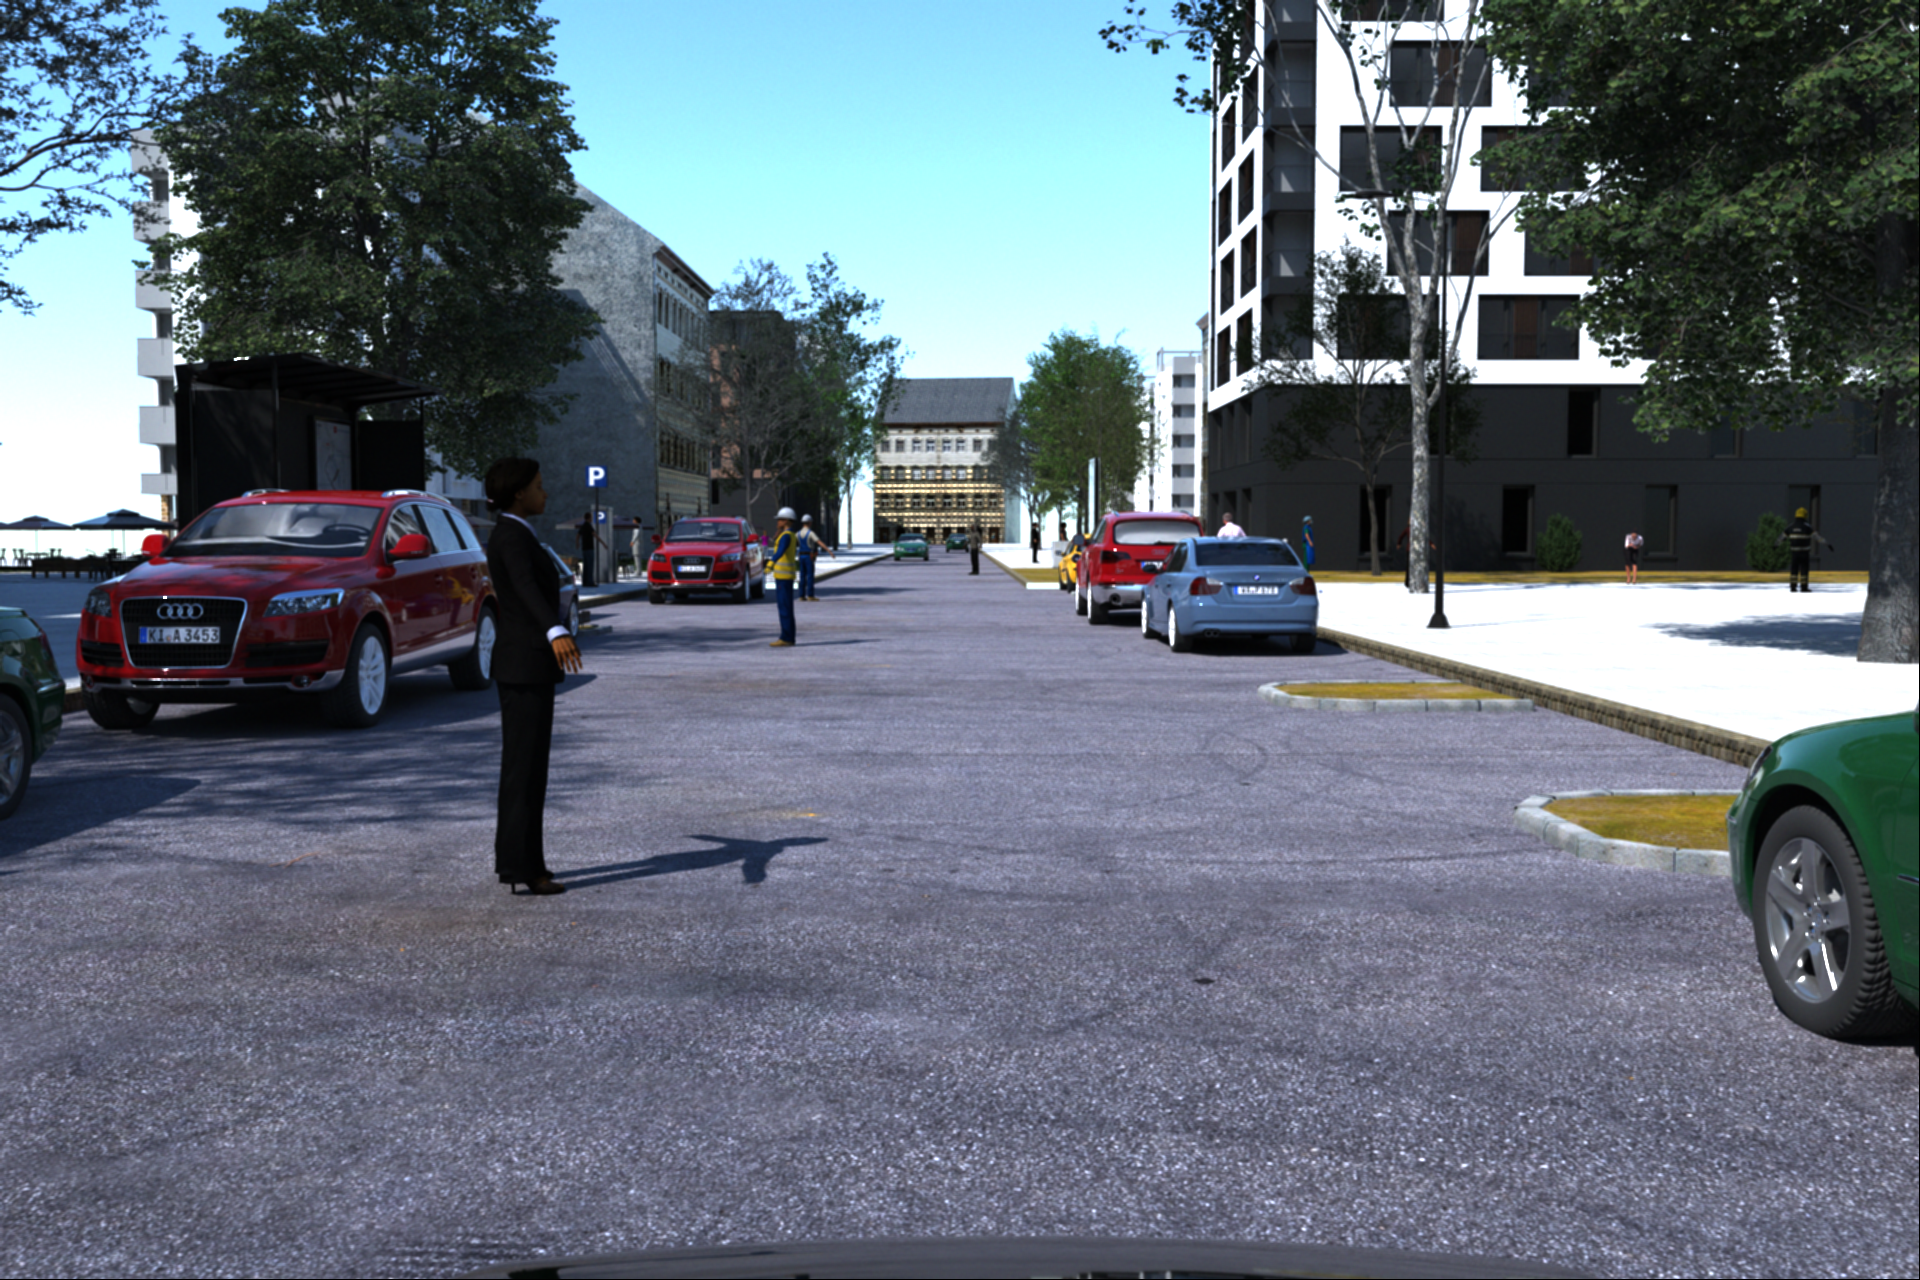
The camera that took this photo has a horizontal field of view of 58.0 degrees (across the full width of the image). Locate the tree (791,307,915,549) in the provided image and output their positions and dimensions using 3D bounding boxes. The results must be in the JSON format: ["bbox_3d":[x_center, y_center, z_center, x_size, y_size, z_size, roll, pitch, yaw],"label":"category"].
[{"bbox_3d":[-10.783,-17.790,146.762,12.611,20.169,13.585,0,3,0],"label":"tree"}]

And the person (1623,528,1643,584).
[{"bbox_3d":[17.185,-2.145,44.304,0.628,1.438,0.799,-1,4,-16],"label":"person"}]

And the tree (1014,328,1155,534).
[{"bbox_3d":[6.312,-9.930,88.115,9.928,11.665,9.643,0,3,0],"label":"tree"}]

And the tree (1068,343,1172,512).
[{"bbox_3d":[5.889,-7.172,67.627,4.360,8.622,3.978,0,3,0],"label":"tree"}]

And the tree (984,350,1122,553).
[{"bbox_3d":[6.668,-12.585,116.132,12.009,13.543,11.850,0,3,0],"label":"tree"}]

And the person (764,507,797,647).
[{"bbox_3d":[-2.314,-0.812,22.190,0.721,1.772,1.216,0,4,7],"label":"person"}]

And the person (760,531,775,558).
[{"bbox_3d":[-8.571,-4.087,76.081,0.991,1.433,0.599,-1,4,-15],"label":"person"}]

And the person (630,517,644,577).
[{"bbox_3d":[-9.771,-2.823,52.337,0.705,1.806,1.347,0,4,-4],"label":"person"}]

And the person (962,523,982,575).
[{"bbox_3d":[0.489,-3.203,60.960,0.705,1.813,1.348,-2,4,-27],"label":"person"}]

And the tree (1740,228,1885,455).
[{"bbox_3d":[27.371,-8.427,48.144,12.009,13.543,11.850,0,3,0],"label":"tree"}]

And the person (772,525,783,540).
[{"bbox_3d":[-8.277,-4.387,78.522,0.721,1.733,1.217,1,4,19],"label":"person"}]

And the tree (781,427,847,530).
[{"bbox_3d":[-9.256,-9.706,109.056,4.737,8.622,4.395,0,3,0],"label":"tree"}]

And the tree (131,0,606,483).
[{"bbox_3d":[-11.890,-7.907,35.931,9.857,13.997,8.962,0,3,0],"label":"tree"}]

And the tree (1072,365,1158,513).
[{"bbox_3d":[6.606,-7.656,75.533,4.360,8.622,3.978,0,3,0],"label":"tree"}]

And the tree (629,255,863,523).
[{"bbox_3d":[-9.098,-10.106,75.603,12.009,13.543,11.850,0,3,0],"label":"tree"}]

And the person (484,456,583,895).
[{"bbox_3d":[-1.686,0.134,6.995,0.721,1.740,1.216,-1,4,-21],"label":"person"}]

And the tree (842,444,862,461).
[{"bbox_3d":[-19.647,-23.650,242.571,12.611,20.169,13.585,0,3,0],"label":"tree"}]

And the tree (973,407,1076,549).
[{"bbox_3d":[6.285,-14.762,151.723,12.009,13.543,11.850,0,3,0],"label":"tree"}]

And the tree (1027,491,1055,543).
[{"bbox_3d":[11.766,-17.493,236.376,4.360,8.622,3.978,0,3,0],"label":"tree"}]

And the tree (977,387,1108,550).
[{"bbox_3d":[6.239,-13.873,137.187,12.009,13.543,11.850,0,3,0],"label":"tree"}]

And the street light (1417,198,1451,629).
[{"bbox_3d":[7.087,-3.116,23.494,1.470,5.913,1.316,0,3,0],"label":"street light"}]

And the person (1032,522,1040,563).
[{"bbox_3d":[3.377,-4.333,77.037,0.705,1.806,1.347,1,4,10],"label":"person"}]

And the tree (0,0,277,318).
[{"bbox_3d":[-12.270,-6.480,16.313,12.009,13.543,11.850,0,3,0],"label":"tree"}]

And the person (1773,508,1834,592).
[{"bbox_3d":[18.549,-1.983,38.193,0.704,1.858,1.351,-3,4,-36],"label":"person"}]

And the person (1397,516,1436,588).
[{"bbox_3d":[10.807,-2.098,41.104,0.721,1.729,1.215,-2,4,-30],"label":"person"}]

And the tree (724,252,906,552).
[{"bbox_3d":[-10.116,-16.092,118.989,12.611,20.169,13.585,0,3,0],"label":"tree"}]

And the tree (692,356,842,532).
[{"bbox_3d":[-9.558,-9.574,90.954,7.601,10.594,8.767,3,4,36],"label":"tree"}]

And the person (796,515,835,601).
[{"bbox_3d":[-3.252,-1.757,37.037,1.347,1.847,0.705,2,4,34],"label":"person"}]

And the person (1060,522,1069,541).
[{"bbox_3d":[4.700,-4.385,77.844,0.704,1.843,1.345,1,4,12],"label":"person"}]

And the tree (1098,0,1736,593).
[{"bbox_3d":[9.268,-10.991,35.594,12.611,20.169,13.585,0,3,0],"label":"tree"}]

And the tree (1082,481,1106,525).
[{"bbox_3d":[20.295,-19.856,242.773,7.486,12.596,7.792,0,3,0],"label":"tree"}]

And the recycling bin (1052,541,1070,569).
[{"bbox_3d":[3.801,-3.181,64.568,0.722,1.027,0.722,0,4,0],"label":"recycling bin"}]

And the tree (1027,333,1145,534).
[{"bbox_3d":[7.164,-11.035,98.554,7.486,12.596,7.792,0,3,0],"label":"tree"}]

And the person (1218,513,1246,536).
[{"bbox_3d":[5.547,-1.753,35.641,0.756,1.711,0.436,-1,4,-11],"label":"person"}]

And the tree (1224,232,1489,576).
[{"bbox_3d":[12.664,-7.268,53.243,8.767,10.594,7.601,-2,4,-29],"label":"tree"}]

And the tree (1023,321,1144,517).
[{"bbox_3d":[4.868,-6.659,59.242,4.360,8.622,3.978,0,3,0],"label":"tree"}]

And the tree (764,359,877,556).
[{"bbox_3d":[-8.483,-10.821,102.683,9.928,11.665,9.643,0,3,0],"label":"tree"}]

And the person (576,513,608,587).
[{"bbox_3d":[-8.985,-2.187,41.980,0.705,1.803,1.348,-3,5,-44],"label":"person"}]

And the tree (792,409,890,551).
[{"bbox_3d":[-9.478,-12.689,133.227,9.928,11.665,9.643,0,3,0],"label":"tree"}]

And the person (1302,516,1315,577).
[{"bbox_3d":[10.398,-2.784,51.649,0.704,1.817,1.347,1,4,10],"label":"person"}]
